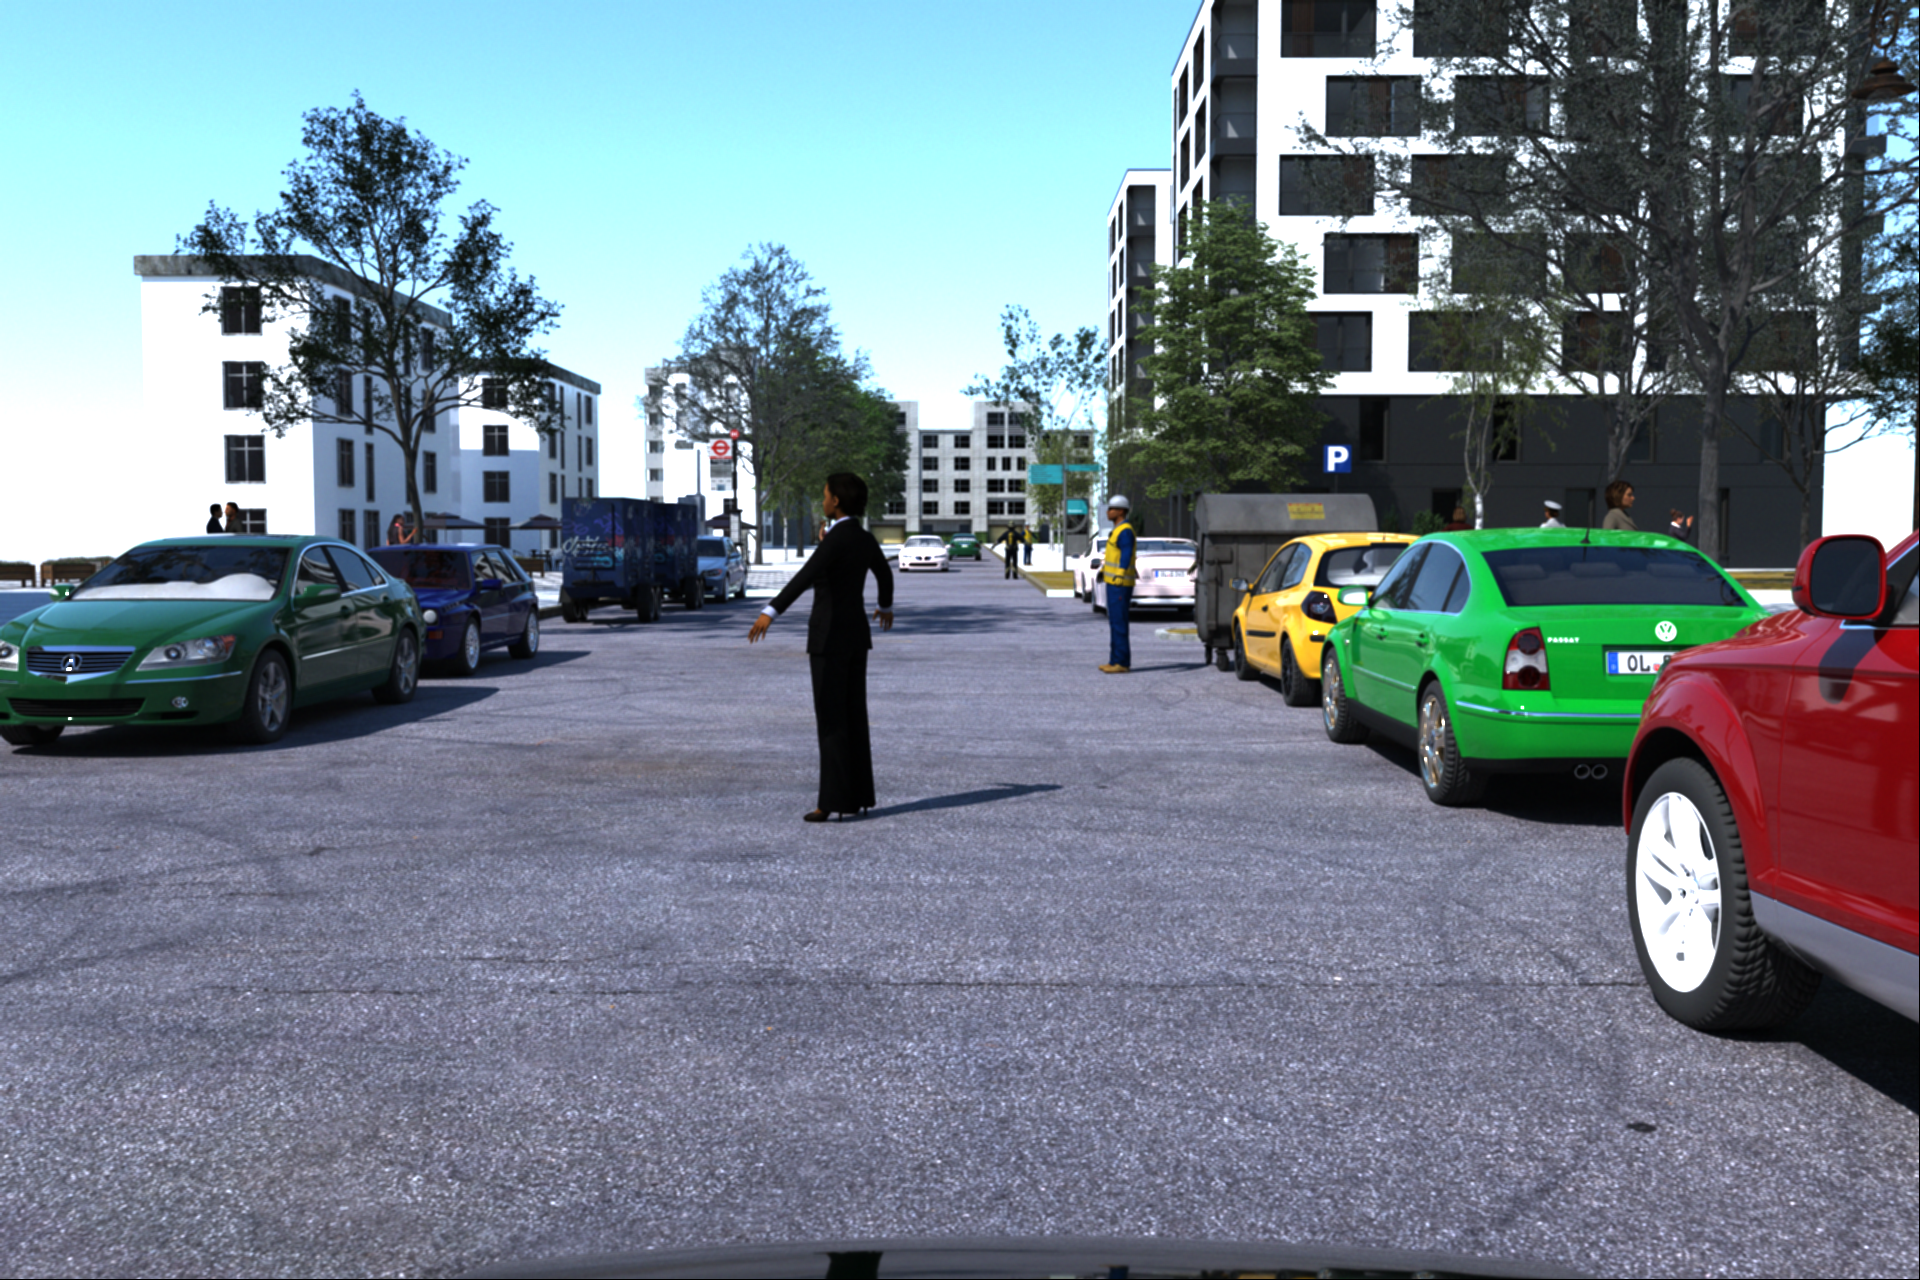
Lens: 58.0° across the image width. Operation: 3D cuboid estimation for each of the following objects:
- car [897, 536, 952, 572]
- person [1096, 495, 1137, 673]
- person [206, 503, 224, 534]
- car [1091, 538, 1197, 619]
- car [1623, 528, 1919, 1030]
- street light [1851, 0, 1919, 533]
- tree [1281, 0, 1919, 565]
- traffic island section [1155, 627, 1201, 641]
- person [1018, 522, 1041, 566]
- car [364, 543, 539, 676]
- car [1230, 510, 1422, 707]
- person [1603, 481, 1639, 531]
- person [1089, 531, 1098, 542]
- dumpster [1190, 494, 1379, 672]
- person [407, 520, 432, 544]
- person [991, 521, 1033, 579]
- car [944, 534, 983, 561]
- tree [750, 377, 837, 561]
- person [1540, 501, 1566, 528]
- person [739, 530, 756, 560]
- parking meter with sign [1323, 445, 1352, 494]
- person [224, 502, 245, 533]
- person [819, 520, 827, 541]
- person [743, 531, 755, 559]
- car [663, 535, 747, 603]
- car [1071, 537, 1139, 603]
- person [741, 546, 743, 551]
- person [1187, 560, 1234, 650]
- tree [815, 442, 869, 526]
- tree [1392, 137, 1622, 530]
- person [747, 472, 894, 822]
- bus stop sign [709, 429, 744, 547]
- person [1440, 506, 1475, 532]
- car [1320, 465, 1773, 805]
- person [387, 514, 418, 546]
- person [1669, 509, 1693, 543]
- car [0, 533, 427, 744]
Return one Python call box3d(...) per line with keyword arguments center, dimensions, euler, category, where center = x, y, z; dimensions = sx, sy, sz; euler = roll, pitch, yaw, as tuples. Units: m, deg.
box3d(center=(-1.364, -3.312, 66.512), dimensions=(2.083, 1.381, 4.827), euler=(0, 3, 0), category="car")
box3d(center=(1.617, -0.583, 17.965), dimensions=(0.705, 1.833, 1.349), euler=(0, 4, -3), category="person")
box3d(center=(-13.112, -1.503, 30.630), dimensions=(0.704, 1.823, 1.345), euler=(-2, 4, -29), category="person")
box3d(center=(3.368, -1.094, 30.248), dimensions=(2.083, 1.381, 4.827), euler=(0, 4, -1), category="car")
box3d(center=(3.108, 0.321, 3.417), dimensions=(2.281, 1.827, 5.304), euler=(0, 4, -1), category="car")
box3d(center=(7.386, -2.475, 13.246), dimensions=(0.468, 5.910, 1.993), euler=(0, 4, 0), category="street light")
box3d(center=(9.645, -6.827, 21.996), dimensions=(12.009, 13.543, 11.850), euler=(0, 3, 0), category="tree")
box3d(center=(3.736, -0.073, 24.055), dimensions=(1.991, 0.108, 1.994), euler=(0, 4, 1), category="traffic island section")
box3d(center=(2.810, -3.914, 70.458), dimensions=(1.216, 1.772, 0.721), euler=(-3, 5, -41), category="person")
box3d(center=(-5.775, -0.374, 18.690), dimensions=(1.945, 1.354, 3.894), euler=(0, 3, 0), category="car")
box3d(center=(3.558, -0.341, 15.796), dimensions=(2.015, 1.641, 3.980), euler=(0, 4, 0), category="car")
box3d(center=(5.740, -0.496, 14.867), dimensions=(0.721, 1.744, 1.215), euler=(2, 4, 34), category="person")
box3d(center=(6.207, -4.178, 74.531), dimensions=(1.346, 1.802, 0.704), euler=(0, 4, 7), category="person")
box3d(center=(3.439, -0.628, 18.489), dimensions=(1.865, 1.857, 1.264), euler=(0, 4, 1), category="dumpster")
box3d(center=(-18.355, -3.211, 58.623), dimensions=(0.704, 1.817, 1.347), euler=(1, 4, 19), category="person")
box3d(center=(1.639, -2.862, 55.036), dimensions=(1.354, 1.856, 0.705), euler=(0, 4, 8), category="person")
box3d(center=(0.206, -5.030, 94.034), dimensions=(2.131, 1.459, 4.920), euler=(0, 4, -1), category="car")
box3d(center=(-8.380, -7.980, 80.843), dimensions=(4.360, 8.622, 3.978), euler=(0, 3, 0), category="tree")
box3d(center=(8.773, -1.189, 25.896), dimensions=(1.216, 1.778, 0.721), euler=(-1, 4, -21), category="person")
box3d(center=(-9.350, -4.213, 75.066), dimensions=(1.347, 1.806, 0.705), euler=(1, 4, 9), category="person")
box3d(center=(7.355, -2.250, 33.056), dimensions=(0.543, 3.016, 1.738), euler=(0, 4, 0), category="parking meter with sign")
box3d(center=(-12.081, -1.386, 28.726), dimensions=(0.705, 1.821, 1.348), euler=(-3, 5, -41), category="person")
box3d(center=(-4.303, -2.999, 55.831), dimensions=(0.721, 1.733, 1.217), euler=(1, 4, 10), category="person")
box3d(center=(-9.756, -4.420, 78.209), dimensions=(1.347, 1.837, 0.705), euler=(1, 4, 20), category="person")
box3d(center=(-5.668, -1.553, 37.393), dimensions=(2.014, 1.417, 4.499), euler=(0, 4, 1), category="car")
box3d(center=(3.488, -1.540, 37.538), dimensions=(2.083, 1.381, 4.827), euler=(0, 3, 0), category="car")
box3d(center=(-6.727, -2.540, 50.802), dimensions=(0.599, 1.433, 0.991), euler=(3, 5, 43), category="person")
box3d(center=(3.304, -0.794, 21.585), dimensions=(0.704, 1.812, 1.346), euler=(-2, 4, -27), category="person")
box3d(center=(-8.207, -10.490, 121.880), dimensions=(4.737, 8.622, 4.395), euler=(0, 3, 0), category="tree")
box3d(center=(9.738, -5.061, 33.117), dimensions=(4.360, 8.622, 3.978), euler=(0, 3, 0), category="tree")
box3d(center=(-0.661, 0.028, 8.728), dimensions=(0.721, 1.740, 1.216), euler=(2, 4, 29), category="person")
box3d(center=(-5.954, -3.394, 44.190), dimensions=(0.855, 3.939, 0.416), euler=(0, 4, 2), category="bus stop sign")
box3d(center=(8.042, -1.298, 28.025), dimensions=(1.215, 1.729, 0.721), euler=(0, 4, 5), category="person")
box3d(center=(3.399, -0.105, 10.505), dimensions=(1.959, 1.807, 4.718), euler=(0, 4, 1), category="car")
box3d(center=(-10.146, -1.471, 31.568), dimensions=(0.593, 1.643, 0.415), euler=(0, 4, -5), category="person")
box3d(center=(12.855, -1.463, 30.769), dimensions=(0.445, 1.727, 0.742), euler=(-1, 4, -17), category="person")
box3d(center=(-5.592, -0.093, 13.315), dimensions=(2.131, 1.459, 4.920), euler=(0, 4, 0), category="car")
